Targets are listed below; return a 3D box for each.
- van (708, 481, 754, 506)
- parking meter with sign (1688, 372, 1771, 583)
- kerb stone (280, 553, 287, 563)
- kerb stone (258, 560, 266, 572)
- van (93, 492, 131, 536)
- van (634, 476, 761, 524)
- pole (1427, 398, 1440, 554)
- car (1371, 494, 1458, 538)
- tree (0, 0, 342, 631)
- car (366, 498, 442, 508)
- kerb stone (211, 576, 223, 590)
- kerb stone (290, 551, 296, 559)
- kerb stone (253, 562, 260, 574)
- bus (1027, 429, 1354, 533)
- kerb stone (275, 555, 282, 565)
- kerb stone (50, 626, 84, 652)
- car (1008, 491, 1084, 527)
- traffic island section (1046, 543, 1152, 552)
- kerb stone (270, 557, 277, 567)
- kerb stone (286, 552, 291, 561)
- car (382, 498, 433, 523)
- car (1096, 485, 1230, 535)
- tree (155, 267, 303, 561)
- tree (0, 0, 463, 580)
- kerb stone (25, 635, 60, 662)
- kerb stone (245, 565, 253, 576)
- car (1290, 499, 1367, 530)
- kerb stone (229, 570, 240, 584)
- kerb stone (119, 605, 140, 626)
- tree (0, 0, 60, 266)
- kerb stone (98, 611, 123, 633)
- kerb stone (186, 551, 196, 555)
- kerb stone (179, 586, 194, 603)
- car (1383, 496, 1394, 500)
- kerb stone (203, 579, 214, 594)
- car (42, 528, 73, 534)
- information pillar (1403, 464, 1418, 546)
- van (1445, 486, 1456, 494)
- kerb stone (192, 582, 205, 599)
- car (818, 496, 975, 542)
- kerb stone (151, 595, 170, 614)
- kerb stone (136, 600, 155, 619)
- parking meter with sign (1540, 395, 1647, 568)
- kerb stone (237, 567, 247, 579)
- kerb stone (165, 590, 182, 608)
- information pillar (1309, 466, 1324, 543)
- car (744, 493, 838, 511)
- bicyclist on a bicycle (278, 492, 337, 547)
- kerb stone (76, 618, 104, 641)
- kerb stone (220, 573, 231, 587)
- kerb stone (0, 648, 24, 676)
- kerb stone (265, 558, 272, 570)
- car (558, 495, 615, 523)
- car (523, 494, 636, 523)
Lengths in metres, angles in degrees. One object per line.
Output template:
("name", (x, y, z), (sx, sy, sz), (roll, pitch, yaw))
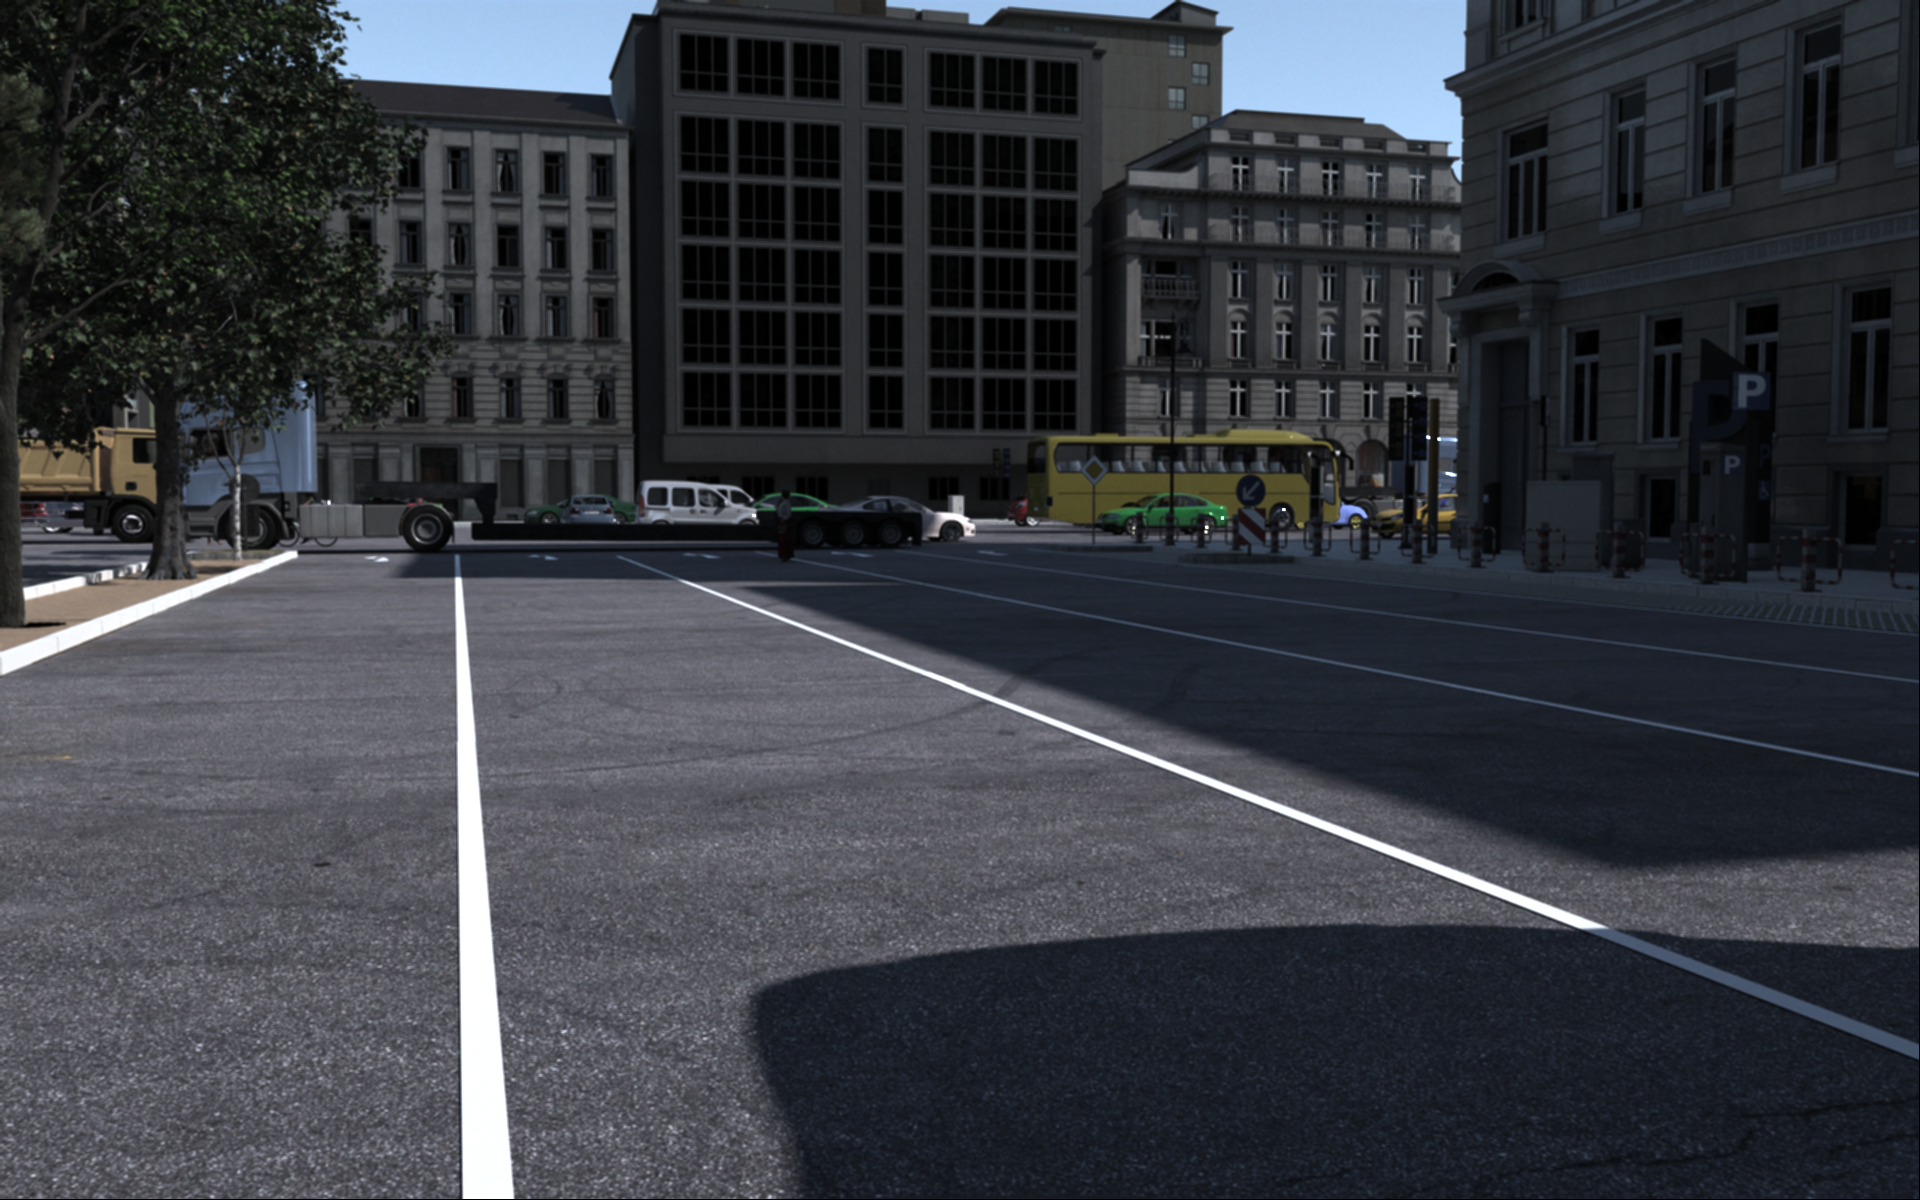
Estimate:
("van", (-9.516, -3.994, 72.306), (4.112, 2.044, 2.013), (-1, 4, -17))
("parking meter with sign", (11.306, -1.797, 25.647), (0.543, 3.016, 1.738), (0, 4, 1))
("kerb stone", (-14.100, -0.836, 35.865), (0.120, 0.150, 1.000), (-1, 4, -16))
("kerb stone", (-12.946, -0.588, 31.914), (0.120, 0.150, 1.000), (-1, 4, -16))
("van", (-29.388, -3.311, 61.153), (2.013, 2.044, 4.112), (-1, 4, -14))
("van", (-7.996, -2.849, 53.598), (4.112, 2.044, 2.013), (-1, 4, -16))
("pole", (10.126, -2.642, 37.047), (0.158, 3.312, 0.155), (0, 3, 0))
("car", (15.308, -2.817, 56.276), (3.980, 1.641, 2.015), (-1, 4, -17))
("tree", (-10.079, -5.499, 18.114), (9.928, 11.665, 9.643), (0, 3, 0))
("car", (-23.620, -3.817, 71.202), (4.718, 1.807, 1.959), (-1, 4, -17))
("kerb stone", (-11.218, -0.231, 25.971), (0.120, 0.150, 1.000), (-1, 4, -16))
("kerb stone", (-14.682, -0.957, 37.843), (0.120, 0.150, 1.000), (-1, 4, -16))
("kerb stone", (-12.662, -0.534, 30.926), (0.120, 0.150, 1.000), (-1, 4, -16))
("bus", (8.734, -4.542, 65.809), (12.252, 3.916, 2.896), (-1, 4, -15))
("kerb stone", (-13.815, -0.775, 34.875), (0.120, 0.150, 1.000), (-1, 4, -16))
("kerb stone", (-8.317, 0.375, 16.061), (0.120, 0.150, 1.000), (-1, 4, -16))
("car", (4.363, -4.163, 77.103), (4.494, 1.783, 2.155), (-1, 4, -15))
("traffic island section", (3.404, -1.324, 43.924), (2.009, 0.180, 2.903), (-1, 4, -16))
("kerb stone", (-13.527, -0.715, 33.886), (0.120, 0.150, 1.000), (-1, 4, -16))
("kerb stone", (-14.391, -0.896, 36.851), (0.120, 0.150, 1.000), (-1, 4, -16))
("car", (-19.718, -3.195, 61.279), (2.155, 1.783, 4.494), (-1, 4, -16))
("car", (7.129, -3.200, 61.112), (4.718, 1.807, 1.959), (-1, 4, -15))
("tree", (-15.489, -5.142, 36.898), (4.360, 8.622, 3.978), (0, 3, 0))
("tree", (-13.327, -6.692, 28.877), (9.611, 12.733, 9.660), (0, 3, 0))
("kerb stone", (-8.031, 0.440, 15.072), (0.120, 0.150, 1.000), (-1, 4, -16))
("kerb stone", (-12.374, -0.473, 29.926), (0.120, 0.150, 1.000), (-1, 4, -16))
("car", (14.753, -3.728, 70.546), (3.694, 1.707, 1.945), (-1, 4, -15))
("kerb stone", (-11.787, -0.349, 27.949), (0.120, 0.150, 1.000), (-1, 4, -16))
("kerb stone", (-9.190, 0.194, 19.026), (0.120, 0.150, 1.000), (-1, 4, -16))
("tree", (-7.750, -6.086, 9.385), (7.806, 13.903, 7.818), (0, 3, 0))
("kerb stone", (-8.901, 0.254, 18.040), (0.120, 0.150, 1.000), (-1, 4, -16))
("kerb stone", (-16.983, -0.981, 38.234), (0.120, 0.150, 1.000), (-1, 4, -16))
("kerb stone", (-10.345, -0.048, 22.988), (0.120, 0.150, 1.000), (-1, 4, -16))
("car", (20.381, -4.363, 81.558), (3.980, 1.641, 2.015), (-1, 4, -17))
("kerb stone", (-10.926, -0.167, 24.981), (0.120, 0.150, 1.000), (-1, 4, -16))
("car", (-34.604, -3.337, 63.230), (5.304, 1.827, 2.281), (-1, 4, -17))
("information pillar", (11.196, -2.361, 43.087), (0.304, 2.012, 0.304), (2, 4, 24))
("van", (21.424, -3.956, 69.058), (5.245, 2.365, 2.240), (-1, 4, -15))
("kerb stone", (-10.629, -0.107, 23.983), (0.120, 0.150, 1.000), (-1, 4, -16))
("car", (-1.910, -2.423, 51.979), (4.827, 1.381, 2.083), (-1, 4, -18))
("kerb stone", (-9.762, 0.074, 21.006), (0.120, 0.150, 1.000), (-1, 4, -16))
("kerb stone", (-9.478, 0.133, 20.013), (0.120, 0.150, 1.000), (-1, 4, -16))
("parking meter with sign", (11.069, -2.080, 30.270), (1.738, 3.016, 0.543), (2, 4, 28))
("kerb stone", (-12.083, -0.409, 28.940), (0.120, 0.150, 1.000), (-1, 4, -16))
("kerb stone", (-10.058, 0.012, 22.001), (0.120, 0.150, 1.000), (-1, 4, -16))
("information pillar", (9.386, -2.515, 45.610), (0.304, 2.012, 0.304), (2, 4, 27))
("car", (-6.273, -3.056, 58.756), (4.718, 1.807, 1.959), (-1, 4, -15))
("bicyclist on a bicycle", (-17.764, -2.264, 47.030), (1.625, 1.676, 1.499), (-1, 4, -16))
("kerb stone", (-8.612, 0.316, 17.046), (0.120, 0.150, 1.000), (-1, 4, -16))
("kerb stone", (-11.509, -0.290, 26.959), (0.120, 0.150, 1.000), (-1, 4, -16))
("kerb stone", (-7.729, 0.496, 14.080), (0.120, 0.150, 1.000), (-1, 4, -16))
("kerb stone", (-13.234, -0.655, 32.900), (0.120, 0.150, 1.000), (-1, 4, -16))
("car", (-13.801, -3.187, 64.102), (2.014, 1.417, 4.499), (-1, 4, -16))
("car", (-15.952, -3.754, 73.169), (4.920, 1.459, 2.131), (-1, 4, -18))
